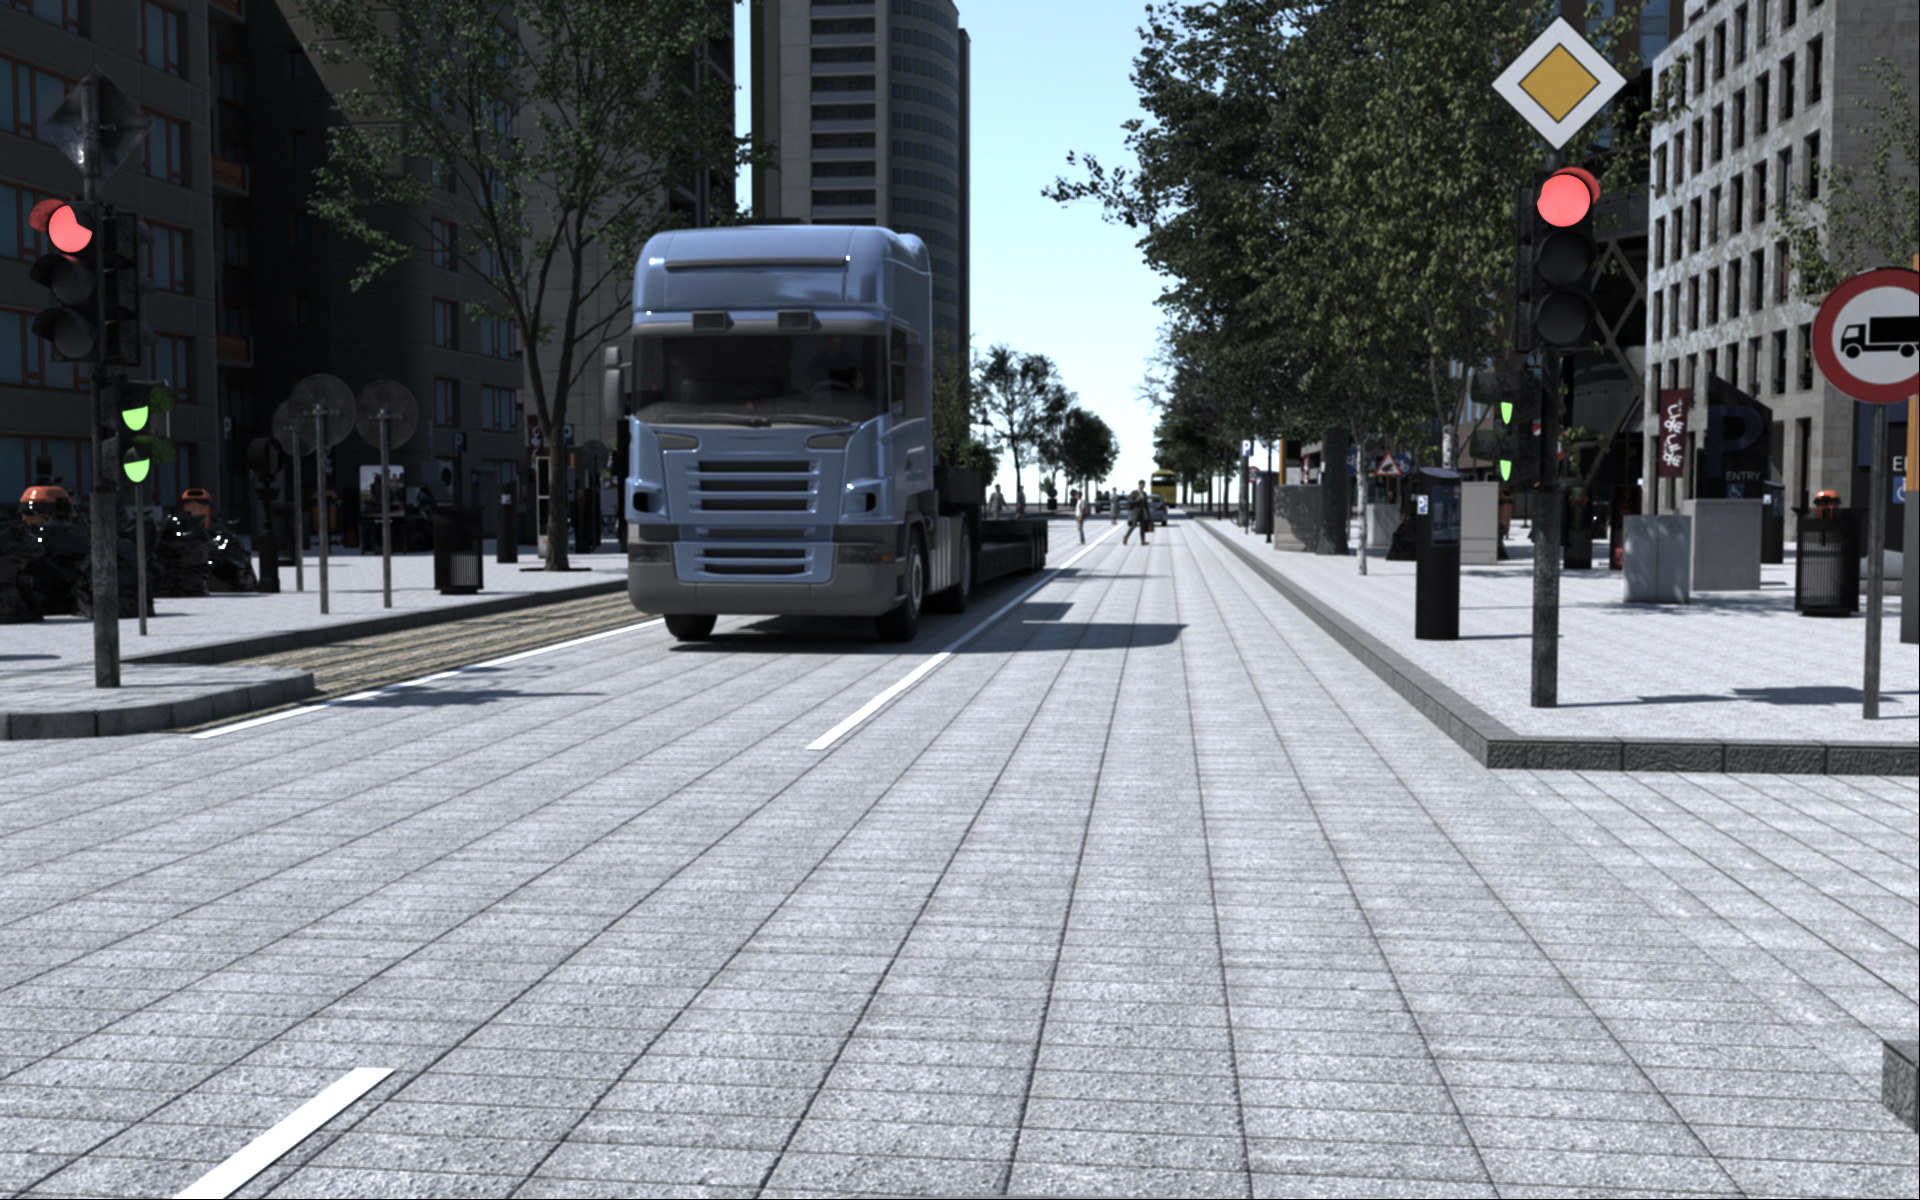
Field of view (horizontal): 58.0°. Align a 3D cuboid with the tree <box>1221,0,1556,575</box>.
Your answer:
[{"bbox_3d":[6.234,-4.682,26.906,4.737,8.622,4.395,0,3,0],"label":"tree"}]

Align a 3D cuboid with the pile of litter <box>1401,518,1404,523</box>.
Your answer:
[{"bbox_3d":[18.062,-3.559,72.147,1.719,0.858,1.176,0,4,-3],"label":"pile of litter"}]

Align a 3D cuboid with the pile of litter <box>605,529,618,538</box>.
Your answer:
[{"bbox_3d":[-9.615,-2.258,50.876,1.719,0.858,1.176,-1,4,-15],"label":"pile of litter"}]

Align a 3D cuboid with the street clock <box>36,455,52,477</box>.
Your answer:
[{"bbox_3d":[-16.908,-1.679,32.024,0.358,2.002,0.471,-2,4,-31],"label":"street clock"}]

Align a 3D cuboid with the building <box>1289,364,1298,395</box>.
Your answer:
[{"bbox_3d":[51.375,-28.249,233.570,14.160,30.474,14.107,0,4,7],"label":"building"}]

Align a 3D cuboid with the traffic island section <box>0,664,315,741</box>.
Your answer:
[{"bbox_3d":[-5.685,0.658,11.529,2.009,0.180,2.903,0,4,7],"label":"traffic island section"}]

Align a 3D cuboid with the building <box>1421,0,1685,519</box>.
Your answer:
[{"bbox_3d":[36.909,-27.966,107.351,14.600,45.320,14.200,0,4,7],"label":"building"}]

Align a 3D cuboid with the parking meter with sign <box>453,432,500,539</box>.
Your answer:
[{"bbox_3d":[-13.576,-3.261,49.574,0.543,3.016,1.738,3,5,41],"label":"parking meter with sign"}]

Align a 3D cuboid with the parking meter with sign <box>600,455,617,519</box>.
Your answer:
[{"bbox_3d":[-16.066,-5.029,78.493,0.543,3.016,1.738,-2,4,-30],"label":"parking meter with sign"}]

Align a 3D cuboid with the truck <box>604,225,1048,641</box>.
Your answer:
[{"bbox_3d":[-0.724,-2.088,23.892,2.967,4.110,18.799,0,4,7],"label":"truck"}]

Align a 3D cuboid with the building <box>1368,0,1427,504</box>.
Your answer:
[{"bbox_3d":[43.204,-28.984,128.521,22.147,44.769,28.867,0,4,7],"label":"building"}]

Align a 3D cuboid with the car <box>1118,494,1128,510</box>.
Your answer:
[{"bbox_3d":[12.713,-7.554,135.517,2.014,1.417,4.499,0,4,7],"label":"car"}]

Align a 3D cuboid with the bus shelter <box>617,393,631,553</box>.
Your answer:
[{"bbox_3d":[-6.296,-3.022,40.697,1.731,3.624,6.357,0,4,7],"label":"bus shelter"}]

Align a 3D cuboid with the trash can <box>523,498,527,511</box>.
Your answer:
[{"bbox_3d":[-15.660,-3.174,63.556,0.748,1.137,0.748,0,3,0],"label":"trash can"}]

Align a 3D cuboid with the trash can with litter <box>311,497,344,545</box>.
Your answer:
[{"bbox_3d":[-16.089,-1.995,43.671,1.678,1.210,2.233,2,4,32],"label":"trash can with litter"}]

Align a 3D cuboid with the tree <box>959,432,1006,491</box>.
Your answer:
[{"bbox_3d":[0.777,-6.588,91.425,4.285,4.588,4.351,0,3,0],"label":"tree"}]

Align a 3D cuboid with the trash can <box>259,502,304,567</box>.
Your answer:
[{"bbox_3d":[-12.045,-1.170,30.784,0.748,1.137,0.748,0,3,0],"label":"trash can"}]

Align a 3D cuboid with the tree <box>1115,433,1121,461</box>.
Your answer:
[{"bbox_3d":[19.267,-19.538,245.206,9.928,11.665,9.643,0,3,0],"label":"tree"}]

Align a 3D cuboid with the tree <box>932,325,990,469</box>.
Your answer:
[{"bbox_3d":[-0.543,-7.600,74.630,4.737,8.622,4.395,0,3,0],"label":"tree"}]

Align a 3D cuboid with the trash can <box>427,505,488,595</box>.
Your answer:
[{"bbox_3d":[-6.431,-0.645,22.204,0.748,1.137,0.748,0,3,0],"label":"trash can"}]

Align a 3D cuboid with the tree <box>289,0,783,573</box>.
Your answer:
[{"bbox_3d":[-6.764,-6.273,28.322,9.928,11.665,9.643,0,3,0],"label":"tree"}]

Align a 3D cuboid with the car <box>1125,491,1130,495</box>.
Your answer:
[{"bbox_3d":[15.207,-9.166,159.650,2.009,1.686,4.222,0,4,7],"label":"car"}]

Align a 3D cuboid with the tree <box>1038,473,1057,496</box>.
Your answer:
[{"bbox_3d":[7.695,-9.775,154.427,1.663,3.219,1.824,0,3,0],"label":"tree"}]

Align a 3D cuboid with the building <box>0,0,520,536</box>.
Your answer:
[{"bbox_3d":[-30.963,-12.459,48.750,27.650,21.520,28.899,0,4,7],"label":"building"}]

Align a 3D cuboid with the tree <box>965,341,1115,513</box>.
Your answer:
[{"bbox_3d":[3.890,-11.764,118.090,9.928,11.665,9.643,0,3,0],"label":"tree"}]

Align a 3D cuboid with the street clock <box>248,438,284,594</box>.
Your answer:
[{"bbox_3d":[-8.948,-1.089,22.382,0.358,2.002,0.471,1,4,11],"label":"street clock"}]

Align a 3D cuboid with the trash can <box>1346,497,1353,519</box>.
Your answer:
[{"bbox_3d":[18.802,-4.450,84.409,0.748,1.137,0.748,0,3,0],"label":"trash can"}]

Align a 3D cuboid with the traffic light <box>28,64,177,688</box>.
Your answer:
[{"bbox_3d":[-5.647,-1.374,11.389,0.839,4.253,0.868,0,4,7],"label":"traffic light"}]

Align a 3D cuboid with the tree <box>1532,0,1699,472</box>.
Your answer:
[{"bbox_3d":[5.464,-4.189,18.848,4.737,8.622,4.395,0,3,0],"label":"tree"}]

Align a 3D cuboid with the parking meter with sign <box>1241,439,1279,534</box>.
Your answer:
[{"bbox_3d":[9.855,-3.614,55.355,1.738,3.016,0.543,-2,4,-27],"label":"parking meter with sign"}]

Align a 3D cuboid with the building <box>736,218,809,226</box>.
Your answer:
[{"bbox_3d":[-22.050,-17.092,124.489,27.650,21.520,28.899,0,4,7],"label":"building"}]

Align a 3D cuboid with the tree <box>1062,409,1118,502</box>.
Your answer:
[{"bbox_3d":[17.360,-19.197,232.002,7.486,12.596,7.792,0,3,0],"label":"tree"}]

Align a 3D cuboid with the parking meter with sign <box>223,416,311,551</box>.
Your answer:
[{"bbox_3d":[-15.681,-2.630,39.255,1.738,3.016,0.543,-3,5,-42],"label":"parking meter with sign"}]

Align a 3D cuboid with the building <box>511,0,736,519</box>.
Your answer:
[{"bbox_3d":[-21.745,-40.349,97.960,20.563,71.187,20.611,0,4,7],"label":"building"}]

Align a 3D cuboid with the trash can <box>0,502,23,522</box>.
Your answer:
[{"bbox_3d":[-16.542,-1.146,30.392,0.748,1.137,0.748,0,3,0],"label":"trash can"}]

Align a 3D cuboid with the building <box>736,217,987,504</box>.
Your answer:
[{"bbox_3d":[-13.245,-32.677,226.148,32.217,40.220,23.993,0,4,7],"label":"building"}]

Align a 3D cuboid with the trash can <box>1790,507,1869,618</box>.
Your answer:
[{"bbox_3d":[9.099,-0.398,18.157,0.748,1.137,0.748,0,3,0],"label":"trash can"}]

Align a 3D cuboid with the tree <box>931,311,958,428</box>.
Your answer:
[{"bbox_3d":[-2.224,-7.041,65.475,4.360,8.622,3.978,0,3,0],"label":"tree"}]

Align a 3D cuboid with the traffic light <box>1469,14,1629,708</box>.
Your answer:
[{"bbox_3d":[3.504,-1.310,10.335,0.839,4.253,0.868,0,4,7],"label":"traffic light"}]

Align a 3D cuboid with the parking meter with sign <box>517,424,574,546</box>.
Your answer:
[{"bbox_3d":[-10.460,-2.877,43.292,1.738,3.016,0.543,2,4,31],"label":"parking meter with sign"}]

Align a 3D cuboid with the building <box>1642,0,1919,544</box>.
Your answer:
[{"bbox_3d":[28.360,-12.058,51.897,10.420,20.320,16.860,0,4,7],"label":"building"}]

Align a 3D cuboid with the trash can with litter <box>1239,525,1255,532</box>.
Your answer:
[{"bbox_3d":[10.775,-2.936,59.069,2.233,1.210,1.678,2,4,26],"label":"trash can with litter"}]

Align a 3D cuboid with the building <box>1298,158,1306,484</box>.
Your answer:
[{"bbox_3d":[53.528,-36.109,214.077,21.300,48.544,21.600,0,4,7],"label":"building"}]

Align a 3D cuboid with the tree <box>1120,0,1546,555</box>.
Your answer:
[{"bbox_3d":[7.861,-7.928,36.283,9.857,13.997,8.962,0,3,0],"label":"tree"}]

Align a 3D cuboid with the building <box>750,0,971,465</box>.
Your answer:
[{"bbox_3d":[-10.818,-40.188,199.073,21.231,58.520,28.212,0,4,7],"label":"building"}]

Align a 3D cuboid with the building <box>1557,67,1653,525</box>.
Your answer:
[{"bbox_3d":[33.912,-12.623,73.837,16.820,18.784,16.811,0,4,7],"label":"building"}]

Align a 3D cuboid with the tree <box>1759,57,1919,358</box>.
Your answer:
[{"bbox_3d":[15.465,-4.743,27.904,4.737,8.622,4.395,0,3,0],"label":"tree"}]

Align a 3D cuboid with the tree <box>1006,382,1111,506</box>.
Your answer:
[{"bbox_3d":[7.787,-12.824,144.085,8.767,10.594,7.601,-2,4,-29],"label":"tree"}]

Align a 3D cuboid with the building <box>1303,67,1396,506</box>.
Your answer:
[{"bbox_3d":[50.417,-34.803,192.733,21.300,48.544,21.600,0,4,7],"label":"building"}]

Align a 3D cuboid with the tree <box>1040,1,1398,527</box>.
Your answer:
[{"bbox_3d":[9.914,-12.971,67.966,12.611,20.169,13.585,0,3,0],"label":"tree"}]

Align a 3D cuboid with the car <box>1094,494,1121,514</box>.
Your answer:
[{"bbox_3d":[10.912,-7.229,127.980,2.009,1.686,4.222,0,4,8],"label":"car"}]
